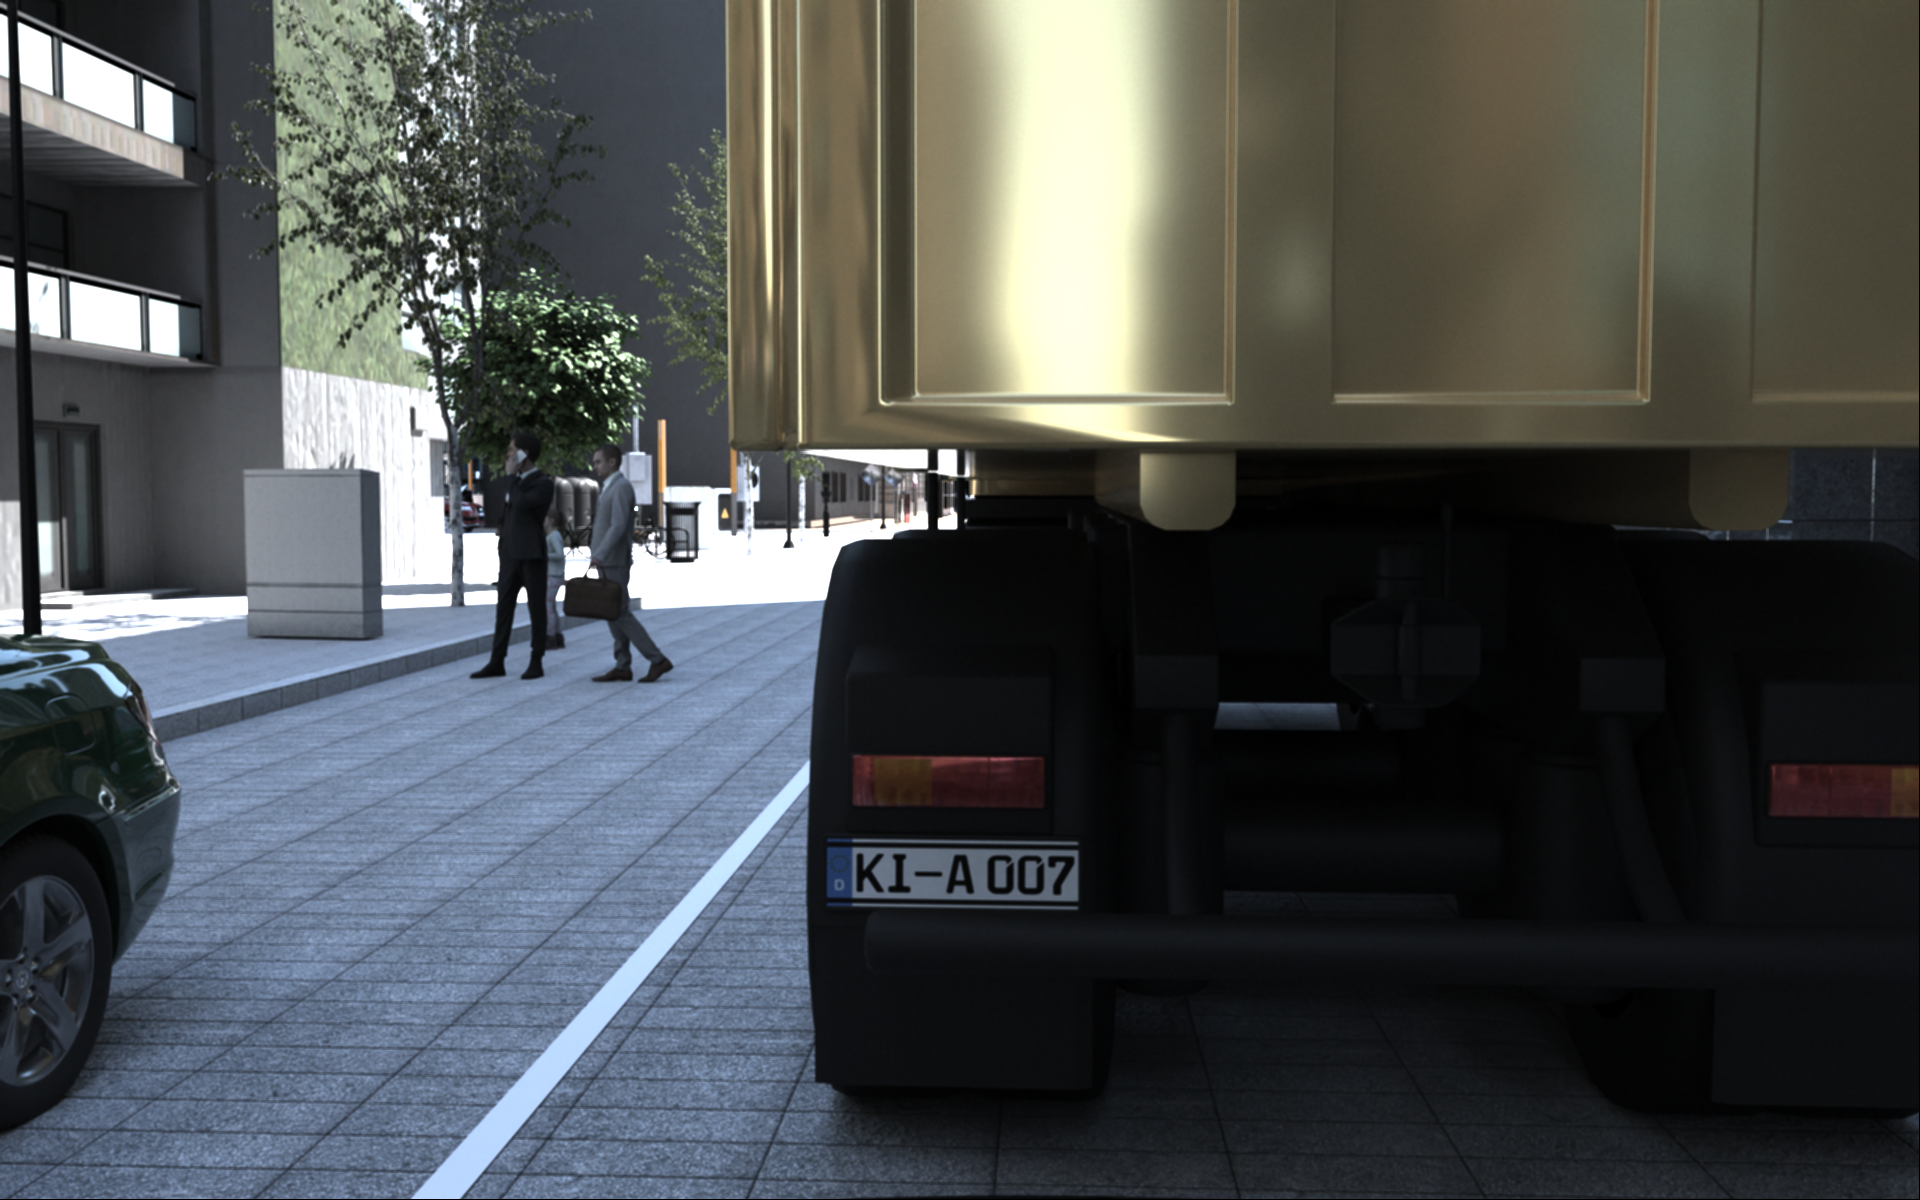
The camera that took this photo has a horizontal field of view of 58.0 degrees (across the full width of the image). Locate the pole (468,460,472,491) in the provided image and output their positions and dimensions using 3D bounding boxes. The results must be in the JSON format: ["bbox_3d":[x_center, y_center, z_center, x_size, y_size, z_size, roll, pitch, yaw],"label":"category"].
[{"bbox_3d":[-29.008,-6.653,102.621,0.158,3.312,0.155,0,3,0],"label":"pole"}]

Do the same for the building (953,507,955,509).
[{"bbox_3d":[-9.993,-30.471,152.817,22.147,44.769,28.867,0,4,3],"label":"building"}]

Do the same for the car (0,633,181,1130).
[{"bbox_3d":[-3.083,0.559,2.656,2.131,1.459,4.920,0,4,3],"label":"car"}]

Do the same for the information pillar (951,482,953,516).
[{"bbox_3d":[-0.586,-5.977,102.221,0.304,2.012,0.304,2,4,27],"label":"information pillar"}]

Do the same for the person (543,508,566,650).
[{"bbox_3d":[-3.790,-0.197,15.995,0.394,1.301,0.425,-3,5,-42],"label":"person"}]

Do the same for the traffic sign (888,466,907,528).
[{"bbox_3d":[-2.363,-3.995,65.431,0.768,2.556,0.104,1,4,12],"label":"traffic sign"}]

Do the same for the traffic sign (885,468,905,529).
[{"bbox_3d":[-2.389,-3.632,63.032,0.795,2.450,0.064,0,4,3],"label":"traffic sign"}]

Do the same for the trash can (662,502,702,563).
[{"bbox_3d":[-5.190,-1.267,32.361,0.748,1.137,0.748,0,3,0],"label":"trash can"}]

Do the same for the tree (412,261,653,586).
[{"bbox_3d":[-6.010,-2.496,24.531,4.285,4.588,4.351,0,3,0],"label":"tree"}]

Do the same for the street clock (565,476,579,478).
[{"bbox_3d":[-12.543,-3.148,56.034,0.358,2.002,0.471,1,4,18],"label":"street clock"}]

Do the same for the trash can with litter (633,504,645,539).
[{"bbox_3d":[-8.981,-2.221,47.698,0.624,1.170,1.055,-3,5,-43],"label":"trash can with litter"}]

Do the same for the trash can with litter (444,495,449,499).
[{"bbox_3d":[-26.170,-4.664,87.318,2.233,1.210,1.678,2,4,28],"label":"trash can with litter"}]

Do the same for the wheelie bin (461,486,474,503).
[{"bbox_3d":[-20.530,-3.905,71.762,0.693,1.594,0.980,-2,4,-29],"label":"wheelie bin"}]

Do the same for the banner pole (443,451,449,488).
[{"bbox_3d":[-26.352,-6.071,89.279,0.401,3.779,0.863,2,4,26],"label":"banner pole"}]

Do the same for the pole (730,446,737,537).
[{"bbox_3d":[-6.825,-3.570,52.221,0.158,3.312,0.155,0,3,0],"label":"pole"}]

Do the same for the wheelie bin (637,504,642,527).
[{"bbox_3d":[-9.891,-2.689,51.880,0.693,1.594,0.980,1,4,12],"label":"wheelie bin"}]

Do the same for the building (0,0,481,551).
[{"bbox_3d":[-21.524,-22.264,47.606,14.086,41.232,14.154,0,4,3],"label":"building"}]

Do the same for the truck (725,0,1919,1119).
[{"bbox_3d":[1.167,-0.719,7.674,3.469,3.379,9.791,0,4,4],"label":"truck"}]

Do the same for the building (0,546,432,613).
[{"bbox_3d":[-15.609,-20.534,19.331,14.154,41.232,14.086,0,4,3],"label":"building"}]

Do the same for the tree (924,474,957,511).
[{"bbox_3d":[-0.076,-13.169,132.317,9.611,12.733,9.660,0,3,0],"label":"tree"}]

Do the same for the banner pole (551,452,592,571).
[{"bbox_3d":[-6.561,-2.376,28.857,0.863,3.779,0.401,0,4,5],"label":"banner pole"}]

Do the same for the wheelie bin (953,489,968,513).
[{"bbox_3d":[0.044,-6.575,115.406,0.980,1.594,0.693,0,4,-1],"label":"wheelie bin"}]

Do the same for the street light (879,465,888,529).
[{"bbox_3d":[-2.247,-5.523,62.842,1.470,5.913,1.316,0,4,3],"label":"street light"}]

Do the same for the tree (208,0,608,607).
[{"bbox_3d":[-5.814,-4.218,19.323,4.360,8.622,3.978,0,3,0],"label":"tree"}]

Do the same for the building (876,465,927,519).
[{"bbox_3d":[-7.231,-14.230,97.295,10.561,19.102,19.286,0,4,3],"label":"building"}]

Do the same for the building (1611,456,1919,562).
[{"bbox_3d":[11.725,-12.337,19.727,12.078,24.808,19.932,0,4,3],"label":"building"}]

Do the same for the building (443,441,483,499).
[{"bbox_3d":[-53.128,-35.558,205.075,21.600,48.544,21.300,0,4,3],"label":"building"}]

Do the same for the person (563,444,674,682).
[{"bbox_3d":[-2.639,-0.280,13.202,0.853,1.813,0.709,-2,4,-24],"label":"person"}]

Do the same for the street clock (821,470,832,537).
[{"bbox_3d":[-3.977,-2.868,51.461,0.358,2.002,0.471,0,4,-4],"label":"street clock"}]

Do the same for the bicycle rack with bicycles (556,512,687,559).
[{"bbox_3d":[-6.790,-1.297,34.581,2.925,0.926,2.852,-2,4,-29],"label":"bicycle rack with bicycles"}]

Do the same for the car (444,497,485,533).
[{"bbox_3d":[-18.991,-3.102,59.398,5.304,1.827,2.281,0,4,2],"label":"car"}]

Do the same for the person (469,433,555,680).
[{"bbox_3d":[-3.442,-0.341,13.443,0.648,1.900,0.474,2,4,34],"label":"person"}]

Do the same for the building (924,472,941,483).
[{"bbox_3d":[-9.665,-15.241,116.635,16.820,18.784,16.811,0,4,3],"label":"building"}]

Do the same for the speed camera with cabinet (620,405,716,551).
[{"bbox_3d":[-6.672,-2.739,39.124,2.038,3.252,0.660,-1,4,-23],"label":"speed camera with cabinet"}]

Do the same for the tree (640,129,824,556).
[{"bbox_3d":[-4.333,-5.188,35.180,4.737,8.622,4.395,0,3,0],"label":"tree"}]

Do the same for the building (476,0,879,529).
[{"bbox_3d":[-10.220,-17.250,75.547,14.314,27.812,24.014,0,4,3],"label":"building"}]

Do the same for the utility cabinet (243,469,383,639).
[{"bbox_3d":[-5.736,-0.410,15.382,1.173,1.500,0.318,1,4,14],"label":"utility cabinet"}]

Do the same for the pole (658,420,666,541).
[{"bbox_3d":[-8.196,-3.291,47.650,0.158,3.312,0.155,0,3,0],"label":"pole"}]

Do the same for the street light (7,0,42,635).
[{"bbox_3d":[-5.066,-2.308,10.282,1.470,5.913,1.316,0,4,3],"label":"street light"}]

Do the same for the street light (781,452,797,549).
[{"bbox_3d":[-3.474,-4.154,40.452,1.470,5.913,1.316,0,4,3],"label":"street light"}]

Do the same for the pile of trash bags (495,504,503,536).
[{"bbox_3d":[-12.658,-2.678,53.542,1.912,1.369,3.447,2,4,26],"label":"pile of trash bags"}]

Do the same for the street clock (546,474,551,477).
[{"bbox_3d":[-14.871,-3.563,62.826,0.358,2.002,0.471,2,4,33],"label":"street clock"}]

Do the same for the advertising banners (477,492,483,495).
[{"bbox_3d":[-37.084,-8.485,134.918,2.074,3.025,0.090,3,5,44],"label":"advertising banners"}]

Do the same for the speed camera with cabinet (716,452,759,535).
[{"bbox_3d":[-7.227,-3.689,54.650,0.660,3.252,2.038,3,4,36],"label":"speed camera with cabinet"}]

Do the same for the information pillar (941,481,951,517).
[{"bbox_3d":[-0.861,-5.647,96.812,0.304,2.012,0.304,-2,4,-25],"label":"information pillar"}]

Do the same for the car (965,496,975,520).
[{"bbox_3d":[1.204,-5.303,99.070,2.083,1.381,4.827,0,4,2],"label":"car"}]

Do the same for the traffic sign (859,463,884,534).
[{"bbox_3d":[-2.810,-3.145,55.058,0.795,2.450,0.064,0,4,3],"label":"traffic sign"}]

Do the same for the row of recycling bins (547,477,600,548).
[{"bbox_3d":[-9.589,-2.118,41.746,1.069,1.692,3.534,1,4,11],"label":"row of recycling bins"}]

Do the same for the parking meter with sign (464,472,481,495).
[{"bbox_3d":[-37.796,-8.387,133.383,0.543,3.016,1.738,3,5,42],"label":"parking meter with sign"}]

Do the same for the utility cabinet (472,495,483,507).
[{"bbox_3d":[-33.020,-6.605,119.145,1.020,1.237,0.306,0,4,4],"label":"utility cabinet"}]

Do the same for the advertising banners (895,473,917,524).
[{"bbox_3d":[-2.326,-4.853,75.541,0.090,3.025,2.074,2,4,29],"label":"advertising banners"}]

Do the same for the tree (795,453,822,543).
[{"bbox_3d":[-3.917,-5.805,45.282,4.360,8.622,3.978,0,3,0],"label":"tree"}]

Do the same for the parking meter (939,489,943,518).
[{"bbox_3d":[-1.094,-5.078,91.440,0.372,1.533,0.369,0,3,0],"label":"parking meter"}]
